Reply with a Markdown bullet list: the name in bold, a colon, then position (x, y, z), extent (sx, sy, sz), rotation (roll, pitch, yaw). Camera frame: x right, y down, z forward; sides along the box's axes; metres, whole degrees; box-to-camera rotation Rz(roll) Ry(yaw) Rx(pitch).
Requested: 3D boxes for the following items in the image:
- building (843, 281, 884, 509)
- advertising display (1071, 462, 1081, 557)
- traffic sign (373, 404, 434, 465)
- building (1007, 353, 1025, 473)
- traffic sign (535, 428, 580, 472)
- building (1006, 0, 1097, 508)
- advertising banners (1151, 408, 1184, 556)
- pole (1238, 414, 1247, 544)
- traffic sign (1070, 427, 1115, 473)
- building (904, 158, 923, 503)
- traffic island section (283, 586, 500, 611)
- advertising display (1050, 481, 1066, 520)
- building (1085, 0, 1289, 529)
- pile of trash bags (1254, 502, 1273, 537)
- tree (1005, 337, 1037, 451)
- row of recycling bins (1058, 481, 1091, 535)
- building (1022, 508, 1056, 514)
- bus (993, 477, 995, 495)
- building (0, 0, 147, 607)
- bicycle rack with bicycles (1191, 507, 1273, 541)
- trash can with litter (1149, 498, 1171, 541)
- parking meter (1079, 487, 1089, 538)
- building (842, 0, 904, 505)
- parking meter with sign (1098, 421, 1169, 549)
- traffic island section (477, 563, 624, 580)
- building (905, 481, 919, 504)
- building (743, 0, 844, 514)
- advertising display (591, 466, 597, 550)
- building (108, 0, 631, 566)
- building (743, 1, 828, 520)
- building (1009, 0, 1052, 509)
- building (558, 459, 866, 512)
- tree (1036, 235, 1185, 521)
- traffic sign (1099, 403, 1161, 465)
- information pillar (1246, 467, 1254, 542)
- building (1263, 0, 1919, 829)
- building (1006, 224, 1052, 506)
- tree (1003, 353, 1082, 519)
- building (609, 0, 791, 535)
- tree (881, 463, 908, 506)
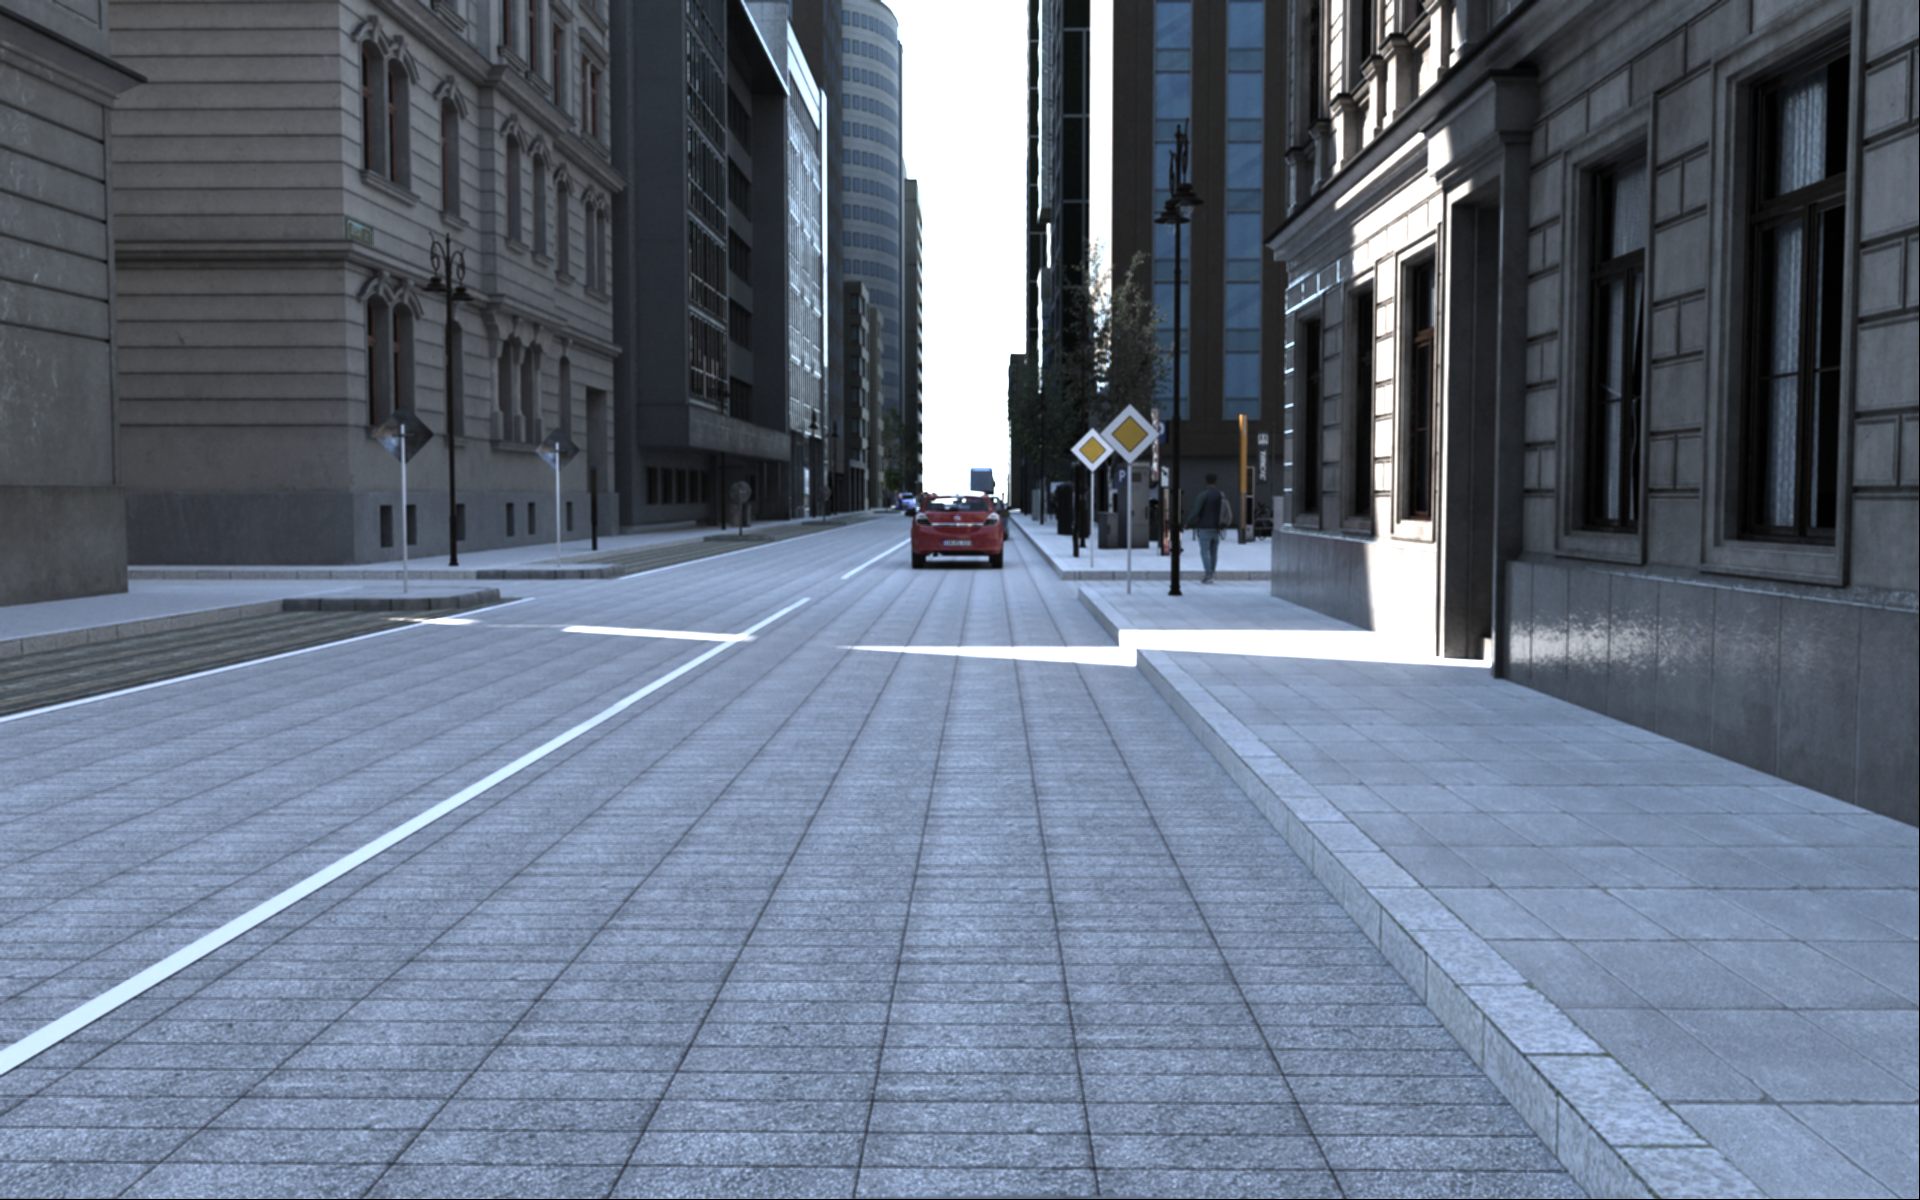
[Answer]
- **building**: position (-21.569, -18.991, 155.541), extent (27.650, 21.520, 28.899), rotation (0, 4, 1)
- **advertising display**: position (2.380, -1.857, 35.573), extent (0.123, 1.923, 0.974), rotation (0, 4, 0)
- **traffic sign**: position (-7.198, -1.236, 22.401), extent (0.795, 2.593, 0.064), rotation (0, 4, 1)
- **building**: position (20.164, -23.334, 226.553), extent (27.650, 21.520, 28.899), rotation (0, 4, 1)
- **traffic sign**: position (-7.064, -1.724, 30.385), extent (0.795, 2.593, 0.064), rotation (0, 4, 1)
- **building**: position (15.777, -46.614, 200.398), extent (20.563, 71.187, 20.611), rotation (0, 4, 1)
- **advertising banners**: position (4.301, -2.439, 36.066), extent (0.090, 3.025, 2.074), rotation (2, 4, 26)
- **pole**: position (7.253, -3.094, 44.433), extent (0.158, 3.312, 0.155), rotation (0, 3, 0)
- **traffic sign**: position (2.328, -1.714, 30.208), extent (0.795, 2.593, 0.064), rotation (0, 4, 1)
- **building**: position (-16.391, -38.444, 252.265), extent (21.300, 48.544, 21.600), rotation (0, 4, 1)
- **traffic island section**: position (-7.221, -0.011, 22.468), extent (2.009, 0.180, 2.903), rotation (0, 4, 1)
- **advertising display**: position (4.961, -4.964, 86.375), extent (0.974, 1.923, 0.123), rotation (0, 4, 6)
- **building**: position (12.513, -25.617, 68.957), extent (14.600, 45.320, 14.200), rotation (0, 4, 1)
- **pile of trash bags**: position (10.527, -2.604, 52.328), extent (3.447, 1.369, 1.912), rotation (-1, 4, -17)
- **tree**: position (4.029, -7.982, 80.860), extent (4.360, 8.622, 3.978), rotation (0, 3, 0)
- **row of recycling bins**: position (3.602, -2.963, 55.557), extent (1.069, 1.692, 3.534), rotation (0, 4, 0)
- **building**: position (14.465, -41.354, 114.395), extent (20.563, 71.187, 20.611), rotation (0, 4, 1)
- **bus**: position (2.929, -13.701, 215.562), extent (2.896, 3.916, 12.252), rotation (0, 4, 0)
- **building**: position (-25.185, -11.105, 14.846), extent (30.059, 22.955, 16.112), rotation (0, 4, 1)
- **bicycle rack with bicycles**: position (7.487, -2.126, 48.138), extent (2.852, 0.926, 2.925), rotation (2, 4, 31)
- **trash can with litter**: position (5.435, -2.208, 47.487), extent (0.624, 1.170, 1.055), rotation (3, 5, 45)
- **parking meter**: position (3.588, -2.584, 50.659), extent (0.372, 1.533, 0.369), rotation (0, 3, 0)
- **building**: position (-17.736, -40.439, 203.168), extent (21.231, 58.520, 28.212), rotation (0, 4, 1)
- **parking meter with sign**: position (4.068, -2.727, 40.853), extent (1.738, 3.016, 0.543), rotation (-2, 4, -32)
- **traffic island section**: position (-7.088, -0.500, 30.452), extent (2.009, 0.180, 2.903), rotation (0, 4, 1)
- **building**: position (-21.900, -32.904, 229.853), extent (32.217, 40.220, 23.993), rotation (0, 4, 1)
- **building**: position (-15.096, -28.283, 112.543), extent (14.600, 45.320, 14.200), rotation (0, 4, 1)
- **advertising display**: position (-8.420, -2.118, 39.843), extent (0.123, 1.923, 0.974), rotation (-1, 4, -13)
- **building**: position (-16.870, -15.534, 41.363), extent (14.401, 28.519, 23.554), rotation (0, 4, 1)
- **building**: position (-14.108, -16.847, 93.476), extent (12.078, 24.808, 19.932), rotation (0, 4, 1)
- **building**: position (15.358, -50.581, 139.673), extent (22.319, 86.520, 31.000), rotation (0, 4, 1)
- **building**: position (-17.728, -42.263, 129.249), extent (20.563, 71.187, 20.611), rotation (0, 4, 1)
- **tree**: position (4.306, -6.040, 49.111), extent (4.360, 8.622, 3.978), rotation (0, 3, 0)
- **traffic sign**: position (2.195, -1.225, 22.224), extent (0.795, 2.593, 0.064), rotation (0, 4, 1)
- **information pillar**: position (7.701, -2.569, 46.490), extent (0.304, 2.012, 0.304), rotation (-1, 4, -8)
- **building**: position (8.488, -9.025, 12.187), extent (10.561, 19.102, 19.286), rotation (0, 4, 1)
- **building**: position (22.970, -34.279, 252.335), extent (32.217, 40.220, 23.993), rotation (0, 4, 1)
- **tree**: position (4.276, -8.526, 89.760), extent (4.737, 8.622, 4.395), rotation (0, 3, 0)
- **building**: position (-15.451, -15.239, 68.217), extent (14.314, 24.678, 30.058), rotation (0, 4, 1)
- **tree**: position (-7.178, -12.205, 183.262), extent (4.285, 4.588, 4.351), rotation (0, 3, 0)
